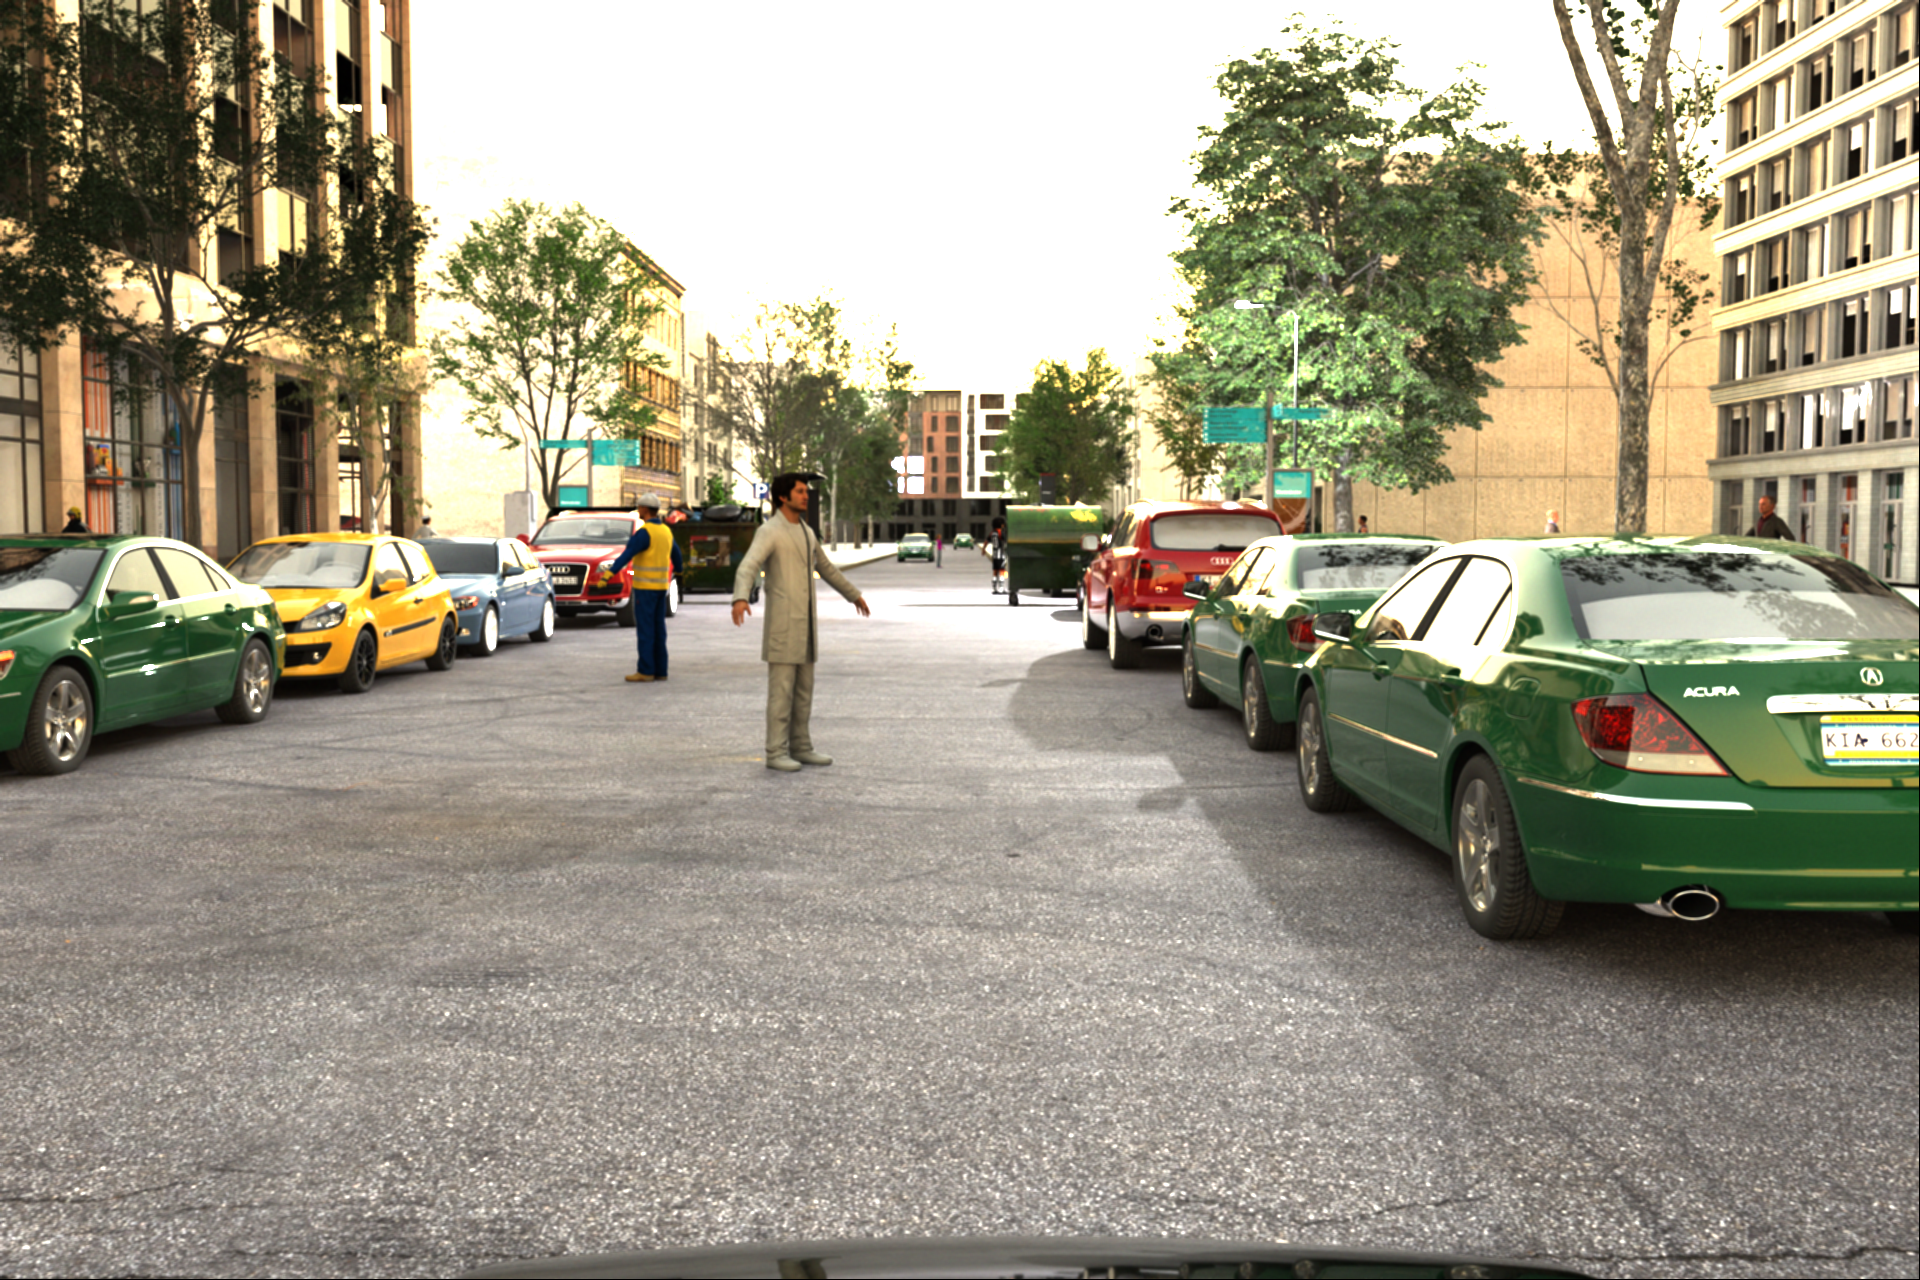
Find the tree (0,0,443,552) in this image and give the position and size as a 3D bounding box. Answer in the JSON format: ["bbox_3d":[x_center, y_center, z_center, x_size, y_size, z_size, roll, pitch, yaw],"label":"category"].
[{"bbox_3d":[-11.925,-5.680,27.284,8.767,10.594,7.601,1,4,11],"label":"tree"}]

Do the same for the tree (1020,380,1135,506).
[{"bbox_3d":[7.025,-10.239,101.827,7.601,10.594,8.767,-2,4,-32],"label":"tree"}]

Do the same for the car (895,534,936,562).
[{"bbox_3d":[-2.269,-4.785,90.034,2.131,1.459,4.920,0,4,1],"label":"car"}]

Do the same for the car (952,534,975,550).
[{"bbox_3d":[0.338,-9.045,159.689,2.131,1.459,4.920,0,3,0],"label":"car"}]

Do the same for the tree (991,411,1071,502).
[{"bbox_3d":[6.315,-13.102,139.977,9.928,11.665,9.643,0,3,0],"label":"tree"}]

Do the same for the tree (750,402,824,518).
[{"bbox_3d":[-9.246,-8.689,92.434,4.737,8.622,4.395,0,3,0],"label":"tree"}]

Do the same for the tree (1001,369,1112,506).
[{"bbox_3d":[6.360,-12.179,117.251,7.486,12.596,7.792,0,3,0],"label":"tree"}]

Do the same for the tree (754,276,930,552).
[{"bbox_3d":[-8.535,-16.504,125.722,12.611,20.169,13.585,0,3,0],"label":"tree"}]

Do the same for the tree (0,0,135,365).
[{"bbox_3d":[-12.304,-5.087,17.580,7.601,10.594,8.767,-2,4,-26],"label":"tree"}]

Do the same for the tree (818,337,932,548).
[{"bbox_3d":[-9.062,-18.905,164.990,12.611,20.169,13.585,0,3,0],"label":"tree"}]

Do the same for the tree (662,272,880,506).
[{"bbox_3d":[-8.878,-10.516,82.304,12.009,13.543,11.850,0,3,0],"label":"tree"}]

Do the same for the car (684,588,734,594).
[{"bbox_3d":[-6.226,-1.993,42.812,2.015,1.641,3.980,0,3,0],"label":"car"}]

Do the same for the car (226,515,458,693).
[{"bbox_3d":[-6.200,-0.402,16.800,2.015,1.641,3.980,0,4,0],"label":"car"}]

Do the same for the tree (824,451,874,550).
[{"bbox_3d":[-9.304,-11.576,139.624,4.360,8.622,3.978,0,3,0],"label":"tree"}]

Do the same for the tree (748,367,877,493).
[{"bbox_3d":[-8.830,-10.891,103.828,9.928,11.665,9.643,0,3,0],"label":"tree"}]

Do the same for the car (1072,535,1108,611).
[{"bbox_3d":[3.060,-1.308,31.178,2.009,1.686,4.222,0,4,-1],"label":"car"}]

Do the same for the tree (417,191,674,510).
[{"bbox_3d":[-12.640,-7.800,53.287,9.928,11.665,9.643,0,3,0],"label":"tree"}]

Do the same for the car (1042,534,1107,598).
[{"bbox_3d":[2.928,-1.758,40.542,2.131,1.459,4.920,0,4,-1],"label":"car"}]

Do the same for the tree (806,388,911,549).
[{"bbox_3d":[-8.994,-14.893,150.152,9.857,13.997,8.962,0,3,0],"label":"tree"}]

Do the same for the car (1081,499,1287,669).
[{"bbox_3d":[2.586,-0.689,19.939,2.281,1.827,5.304,0,4,-1],"label":"car"}]

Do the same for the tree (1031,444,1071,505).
[{"bbox_3d":[6.267,-10.822,127.305,4.360,8.622,3.978,0,3,0],"label":"tree"}]

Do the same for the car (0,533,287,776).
[{"bbox_3d":[-6.233,0.001,11.780,2.131,1.459,4.920,0,3,0],"label":"car"}]

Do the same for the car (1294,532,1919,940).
[{"bbox_3d":[2.728,0.259,7.558,2.131,1.459,4.920,0,4,-1],"label":"car"}]

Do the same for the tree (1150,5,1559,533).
[{"bbox_3d":[9.300,-8.265,41.790,9.857,13.997,8.962,0,3,0],"label":"tree"}]

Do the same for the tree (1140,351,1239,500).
[{"bbox_3d":[9.078,-7.158,67.394,4.737,8.622,4.395,0,3,0],"label":"tree"}]

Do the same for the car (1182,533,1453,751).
[{"bbox_3d":[2.806,-0.066,12.882,2.131,1.459,4.920,0,4,-1],"label":"car"}]

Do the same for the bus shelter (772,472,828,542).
[{"bbox_3d":[-6.290,-4.725,68.543,1.731,3.624,6.357,0,4,0],"label":"bus shelter"}]

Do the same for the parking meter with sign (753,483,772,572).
[{"bbox_3d":[-6.725,-3.884,59.766,0.543,3.016,1.738,0,4,2],"label":"parking meter with sign"}]

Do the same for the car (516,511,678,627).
[{"bbox_3d":[-5.946,-1.205,28.369,2.281,1.827,5.304,0,4,1],"label":"car"}]

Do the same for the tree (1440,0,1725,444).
[{"bbox_3d":[23.873,-12.713,63.746,12.611,20.169,13.585,0,3,0],"label":"tree"}]

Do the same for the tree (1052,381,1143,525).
[{"bbox_3d":[6.068,-8.190,84.265,4.360,8.622,3.978,0,3,0],"label":"tree"}]

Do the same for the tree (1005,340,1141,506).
[{"bbox_3d":[5.997,-10.176,92.129,9.928,11.665,9.643,0,3,0],"label":"tree"}]

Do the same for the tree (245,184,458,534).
[{"bbox_3d":[-12.242,-5.266,36.468,4.360,8.622,3.978,0,3,0],"label":"tree"}]

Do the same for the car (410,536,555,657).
[{"bbox_3d":[-6.337,-0.598,21.781,2.014,1.417,4.499,0,4,0],"label":"car"}]

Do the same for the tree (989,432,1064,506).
[{"bbox_3d":[6.364,-14.133,156.827,9.928,11.665,9.643,0,3,0],"label":"tree"}]
